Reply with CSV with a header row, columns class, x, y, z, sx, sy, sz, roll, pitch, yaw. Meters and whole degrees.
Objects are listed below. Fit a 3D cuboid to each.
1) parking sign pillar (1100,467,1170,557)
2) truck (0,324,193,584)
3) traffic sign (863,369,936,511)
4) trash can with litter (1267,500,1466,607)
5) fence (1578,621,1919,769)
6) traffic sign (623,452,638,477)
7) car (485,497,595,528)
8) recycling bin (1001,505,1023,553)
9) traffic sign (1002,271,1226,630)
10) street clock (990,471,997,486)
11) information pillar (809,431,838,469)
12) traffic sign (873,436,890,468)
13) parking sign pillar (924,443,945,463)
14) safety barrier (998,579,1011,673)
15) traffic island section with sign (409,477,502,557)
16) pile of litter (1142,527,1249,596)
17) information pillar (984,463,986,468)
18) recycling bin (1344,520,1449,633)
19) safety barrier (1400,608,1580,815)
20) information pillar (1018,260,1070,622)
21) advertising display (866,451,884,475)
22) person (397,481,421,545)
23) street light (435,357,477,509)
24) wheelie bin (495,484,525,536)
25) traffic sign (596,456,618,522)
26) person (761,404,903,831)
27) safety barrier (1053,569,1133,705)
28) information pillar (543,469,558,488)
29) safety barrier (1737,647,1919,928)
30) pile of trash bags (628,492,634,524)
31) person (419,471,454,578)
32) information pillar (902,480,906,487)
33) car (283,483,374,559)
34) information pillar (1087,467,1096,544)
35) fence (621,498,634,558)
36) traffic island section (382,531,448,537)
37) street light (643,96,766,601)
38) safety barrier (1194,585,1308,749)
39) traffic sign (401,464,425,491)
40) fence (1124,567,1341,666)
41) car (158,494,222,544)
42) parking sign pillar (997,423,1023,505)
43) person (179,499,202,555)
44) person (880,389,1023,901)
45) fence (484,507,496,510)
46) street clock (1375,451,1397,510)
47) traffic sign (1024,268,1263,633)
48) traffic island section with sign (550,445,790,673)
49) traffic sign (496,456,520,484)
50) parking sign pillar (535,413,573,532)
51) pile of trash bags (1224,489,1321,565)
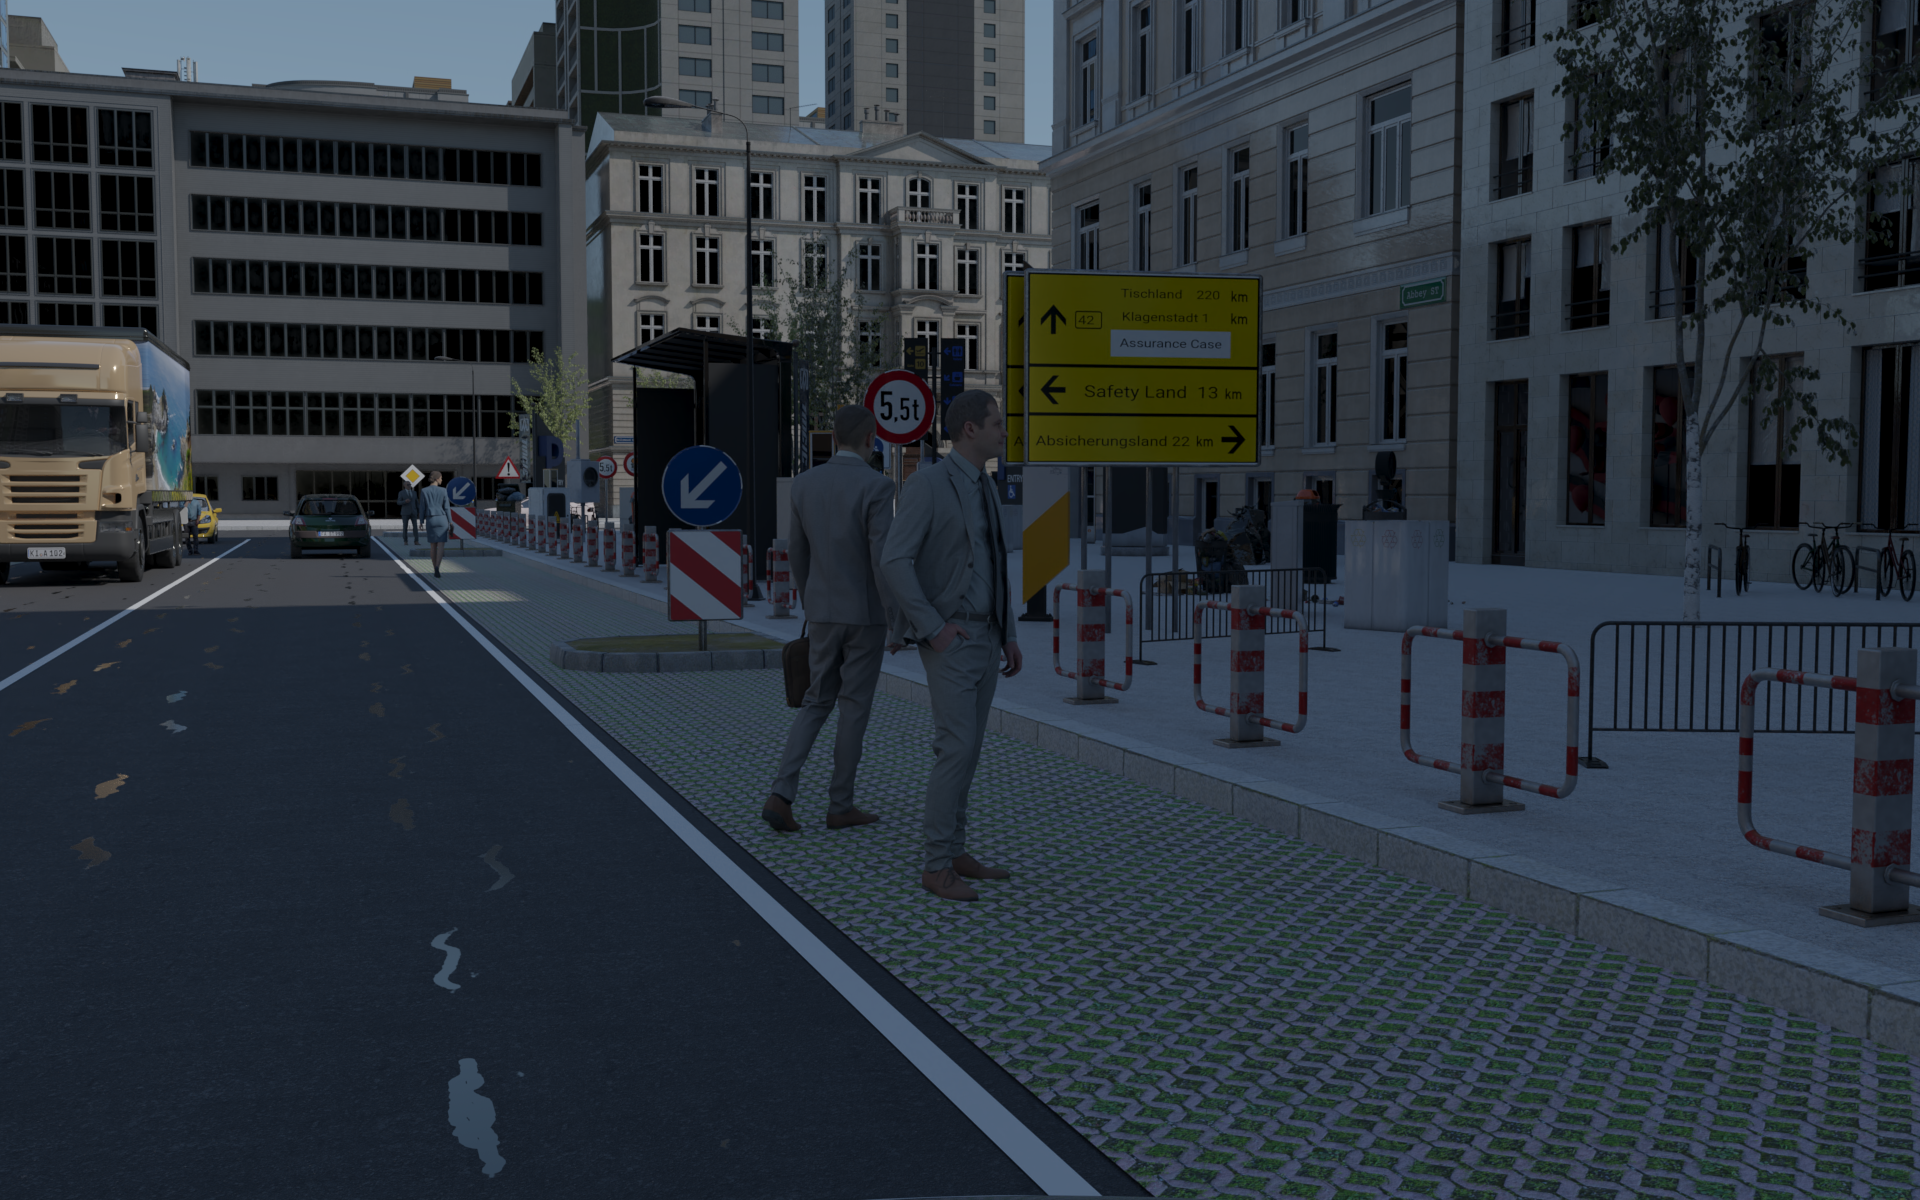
class,x,y,z,sx,sy,sz,roll,pitch,yaw
parking sign pillar,3.661,-2.917,36.159,1.447,3.967,1.447,1,4,18
truck,-15.576,-2.575,31.017,2.839,4.237,11.283,-1,4,-19
traffic sign,-0.631,-1.081,17.781,0.768,2.556,0.104,-1,4,-17
trash can with litter,4.665,-0.571,20.392,2.233,1.210,1.678,3,4,37
fence,3.971,0.444,8.116,2.069,0.683,0.278,0,4,5
traffic sign,-9.634,-3.146,51.549,0.768,2.556,0.104,-1,4,-16
car,-17.048,-3.483,69.307,4.827,1.381,2.083,-1,4,-20
recycling bin,1.093,-1.684,40.088,0.722,1.027,0.722,3,4,36
traffic sign,1.471,-1.364,16.168,2.265,3.308,0.079,-1,4,-15
street clock,1.088,-3.059,54.588,0.358,2.002,0.471,0,4,-6
information pillar,-1.585,-0.962,20.221,0.304,2.012,0.304,0,4,4
traffic sign,-1.464,-1.649,29.083,0.606,2.300,0.079,-1,4,-17
parking sign pillar,-1.271,-6.274,91.050,1.447,3.967,1.447,1,4,18
safety barrier,0.147,0.112,12.436,0.300,0.817,1.120,-1,4,-20
traffic island section with sign,-11.706,-1.926,40.111,1.989,1.847,2.006,-1,4,-20
pile of litter,3.038,-0.519,22.453,1.719,0.858,1.176,-2,4,-26
information pillar,0.232,-1.393,27.262,0.304,2.012,0.304,1,4,10
recycling bin,4.149,-0.239,16.470,0.722,1.027,0.722,-3,5,-40
safety barrier,2.123,0.443,7.028,0.300,0.817,1.120,-1,4,-20
information pillar,0.853,-1.591,17.371,0.504,3.616,0.183,1,4,18
advertising display,-1.482,-1.252,25.681,0.123,1.923,0.974,3,4,38
person,-15.306,-2.419,48.227,0.661,1.801,0.590,-3,5,-40
street light,-17.054,-5.276,58.809,1.470,5.913,1.316,-1,4,-20
wheelie bin,-13.688,-2.736,52.641,0.980,1.594,0.693,0,4,5
traffic sign,-11.790,-3.524,57.728,0.768,2.556,0.104,-1,4,-13
person,-0.496,0.073,7.426,0.709,1.813,0.853,2,4,29
safety barrier,0.804,0.223,10.628,0.300,0.817,1.120,-1,4,-20
information pillar,-11.965,-2.823,50.655,0.304,2.012,0.304,2,4,35
safety barrier,2.785,0.554,5.225,0.300,0.817,1.120,-1,4,-20
pile of trash bags,-7.993,-2.208,45.846,1.912,1.369,3.447,0,4,8
person,-8.979,-1.290,29.607,0.581,1.822,0.654,0,4,2
information pillar,-2.814,-5.284,90.888,0.304,2.012,0.304,3,5,44
car,-14.542,-1.844,39.943,2.009,1.686,4.222,-1,4,-21
information pillar,3.358,-2.465,44.792,0.304,2.012,0.304,0,4,8
fence,-6.148,-1.384,33.827,0.480,1.192,2.264,-1,4,-23
traffic island section,-18.407,-2.212,58.439,2.009,0.180,2.903,-1,4,-20
street light,-3.028,-2.938,20.577,1.470,5.913,1.316,-1,4,-20
safety barrier,1.465,0.333,8.828,0.300,0.817,1.120,-1,4,-20
traffic sign,-18.427,-3.346,58.354,0.795,2.450,0.064,-1,4,-20
fence,2.176,0.107,13.628,2.069,0.683,0.278,-2,4,-34
car,-22.753,-2.485,50.846,2.015,1.641,3.980,-1,4,-21
parking sign pillar,1.457,-3.356,43.336,1.447,3.967,1.447,-2,4,-32
person,-18.014,-1.828,40.599,0.499,1.552,0.429,0,4,-7
person,-0.005,0.138,6.341,0.391,1.810,0.635,1,4,23
fence,-20.672,-3.792,77.379,0.278,0.683,2.069,2,4,24
street clock,7.202,-1.515,29.339,0.358,2.002,0.471,2,4,32
traffic sign,1.683,-1.348,15.917,2.265,3.308,0.079,-1,4,-11
traffic island section with sign,-2.449,-0.377,14.789,1.989,1.847,2.006,-1,4,-20
traffic sign,-15.435,-3.625,59.272,0.884,2.594,0.081,-1,4,-17
parking sign pillar,-13.774,-4.262,58.155,1.447,3.967,1.447,1,4,18
pile of trash bags,6.091,-1.393,32.528,1.912,1.369,3.447,2,4,28
